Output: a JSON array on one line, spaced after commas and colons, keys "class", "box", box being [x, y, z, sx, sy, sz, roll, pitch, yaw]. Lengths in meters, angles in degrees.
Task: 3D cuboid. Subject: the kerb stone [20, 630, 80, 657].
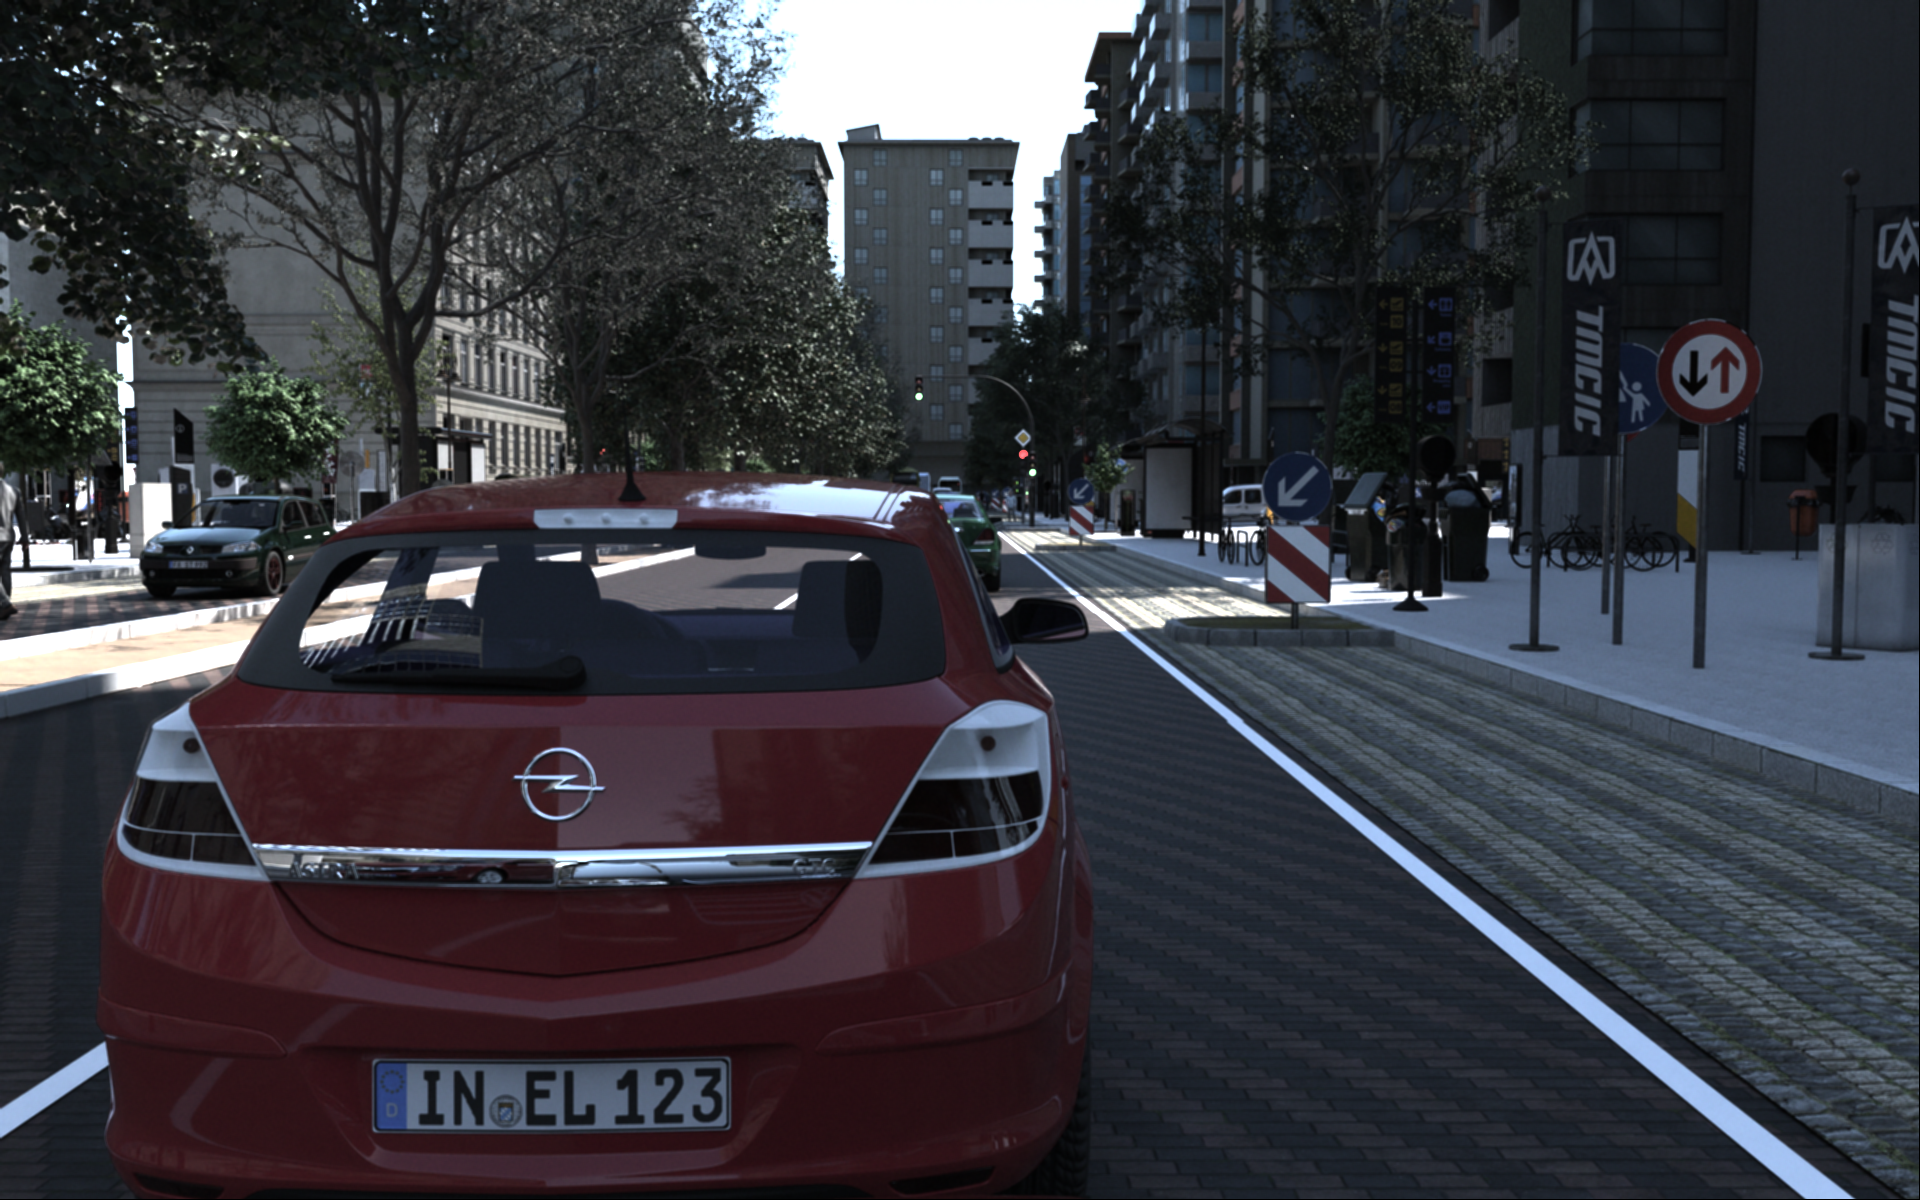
[{"class": "kerb stone", "box": [-8.278, 0.401, 15.635, 0.120, 0.150, 1.000, 0, 4, 0]}]

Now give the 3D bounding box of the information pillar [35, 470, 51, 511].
[{"class": "information pillar", "box": [-26.931, -2.837, 50.882, 0.304, 2.012, 0.304, 0, 4, -1]}]

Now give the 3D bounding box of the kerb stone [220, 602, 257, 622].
[{"class": "kerb stone", "box": [-8.299, 0.151, 19.736, 0.120, 0.150, 1.000, 0, 4, 0]}]

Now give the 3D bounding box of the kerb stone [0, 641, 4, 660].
[{"class": "kerb stone", "box": [-8.282, 0.464, 14.613, 0.120, 0.150, 1.000, 0, 4, 0]}]

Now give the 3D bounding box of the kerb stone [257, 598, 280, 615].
[{"class": "kerb stone", "box": [-8.303, 0.090, 20.760, 0.120, 0.150, 1.000, 0, 4, 0]}]

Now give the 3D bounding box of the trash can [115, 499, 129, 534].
[{"class": "trash can", "box": [-26.520, -2.663, 55.195, 0.748, 1.137, 0.748, 0, 3, 0]}]

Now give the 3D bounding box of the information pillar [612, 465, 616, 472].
[{"class": "information pillar", "box": [-18.852, -6.289, 94.179, 0.183, 3.616, 0.504, 1, 4, 23]}]

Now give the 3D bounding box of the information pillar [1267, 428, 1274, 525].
[{"class": "information pillar", "box": [11.015, -4.288, 61.469, 0.183, 3.616, 0.504, 2, 4, 27]}]

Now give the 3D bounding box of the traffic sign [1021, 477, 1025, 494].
[{"class": "traffic sign", "box": [4.611, -7.622, 124.729, 0.768, 2.556, 0.104, 0, 4, 3]}]

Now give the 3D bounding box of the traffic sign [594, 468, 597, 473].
[{"class": "traffic sign", "box": [-16.360, -4.715, 77.089, 0.884, 2.594, 0.081, 0, 4, 0]}]

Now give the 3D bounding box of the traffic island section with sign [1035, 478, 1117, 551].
[{"class": "traffic island section with sign", "box": [2.918, -2.166, 44.044, 1.989, 1.847, 2.006, 0, 4, 0]}]

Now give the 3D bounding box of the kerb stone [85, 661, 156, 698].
[{"class": "kerb stone", "box": [-6.165, 0.586, 12.616, 0.120, 0.150, 1.000, 0, 4, 0]}]

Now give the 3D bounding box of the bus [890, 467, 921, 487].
[{"class": "bus", "box": [-5.020, -10.253, 159.185, 2.896, 3.916, 12.252, 0, 4, -1]}]

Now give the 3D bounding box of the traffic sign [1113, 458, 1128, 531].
[{"class": "traffic sign", "box": [5.480, -3.704, 60.673, 0.768, 2.556, 0.104, 0, 4, 5]}]

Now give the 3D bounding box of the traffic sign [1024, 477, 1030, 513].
[{"class": "traffic sign", "box": [4.727, -7.350, 120.279, 0.768, 2.556, 0.104, 0, 3, 0]}]

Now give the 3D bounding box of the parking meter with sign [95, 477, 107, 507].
[{"class": "parking meter with sign", "box": [-73.467, -9.279, 147.964, 0.543, 3.016, 1.738, -3, 5, -40]}]

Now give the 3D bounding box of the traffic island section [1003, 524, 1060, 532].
[{"class": "traffic island section", "box": [2.786, -2.717, 66.709, 2.009, 0.180, 2.903, 0, 4, 0]}]

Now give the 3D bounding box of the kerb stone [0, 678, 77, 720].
[{"class": "kerb stone", "box": [-6.155, 0.649, 11.586, 0.120, 0.150, 1.000, 0, 4, 0]}]

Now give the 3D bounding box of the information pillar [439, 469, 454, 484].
[{"class": "information pillar", "box": [-15.168, -2.855, 51.170, 0.304, 2.012, 0.304, 2, 4, 24]}]

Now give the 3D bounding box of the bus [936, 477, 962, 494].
[{"class": "bus", "box": [-1.179, -12.210, 194.492, 2.948, 3.499, 13.247, 0, 4, -1]}]

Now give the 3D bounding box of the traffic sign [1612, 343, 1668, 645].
[{"class": "traffic sign", "box": [5.609, -0.893, 14.701, 0.768, 2.556, 0.104, 1, 4, 9]}]

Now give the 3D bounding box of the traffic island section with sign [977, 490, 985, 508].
[{"class": "traffic island section with sign", "box": [2.463, -7.225, 126.762, 1.989, 1.847, 2.006, 0, 4, 0]}]

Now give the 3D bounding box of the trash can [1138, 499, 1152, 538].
[{"class": "trash can", "box": [5.639, -2.422, 51.246, 0.748, 1.137, 0.748, 0, 3, 0]}]

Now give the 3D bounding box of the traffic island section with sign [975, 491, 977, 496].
[{"class": "traffic island section with sign", "box": [2.184, -10.294, 176.935, 1.989, 1.847, 2.006, 0, 4, 0]}]

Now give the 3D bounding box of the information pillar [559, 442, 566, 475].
[{"class": "information pillar", "box": [-17.966, -5.322, 78.371, 0.183, 3.616, 0.504, 1, 4, 10]}]

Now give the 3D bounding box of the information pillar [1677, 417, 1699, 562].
[{"class": "information pillar", "box": [13.753, -2.518, 32.519, 0.504, 3.616, 0.183, 3, 5, 44]}]

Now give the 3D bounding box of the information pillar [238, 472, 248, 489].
[{"class": "information pillar", "box": [-31.244, -5.156, 75.653, 0.504, 3.616, 0.183, -2, 4, -25]}]

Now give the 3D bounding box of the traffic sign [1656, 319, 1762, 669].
[{"class": "traffic sign", "box": [5.448, -0.770, 12.694, 0.768, 2.556, 0.104, 0, 4, 0]}]

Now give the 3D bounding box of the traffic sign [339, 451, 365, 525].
[{"class": "traffic sign", "box": [-17.930, -3.117, 51.069, 0.768, 2.556, 0.104, 0, 4, 2]}]

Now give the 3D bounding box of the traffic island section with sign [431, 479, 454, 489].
[{"class": "traffic island section with sign", "box": [-13.301, -2.176, 44.204, 1.989, 1.847, 2.006, 0, 4, 0]}]

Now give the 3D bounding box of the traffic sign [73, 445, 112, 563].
[{"class": "traffic sign", "box": [-16.135, -1.961, 32.065, 0.884, 2.594, 0.081, 0, 4, 1]}]

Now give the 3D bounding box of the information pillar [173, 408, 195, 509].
[{"class": "information pillar", "box": [-21.117, -3.412, 47.141, 0.504, 3.616, 0.183, -3, 4, -38]}]

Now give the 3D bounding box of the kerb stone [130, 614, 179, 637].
[{"class": "kerb stone", "box": [-8.289, 0.276, 17.682, 0.120, 0.150, 1.000, 0, 4, 0]}]

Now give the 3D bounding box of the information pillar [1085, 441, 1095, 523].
[{"class": "information pillar", "box": [5.762, -5.245, 77.105, 0.504, 3.616, 0.183, 2, 4, 27]}]

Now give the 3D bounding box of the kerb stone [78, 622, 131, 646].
[{"class": "kerb stone", "box": [-8.294, 0.339, 16.660, 0.120, 0.150, 1.000, 0, 4, 0]}]

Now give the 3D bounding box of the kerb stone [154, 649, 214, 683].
[{"class": "kerb stone", "box": [-6.171, 0.529, 13.641, 0.120, 0.150, 1.000, 0, 4, 0]}]

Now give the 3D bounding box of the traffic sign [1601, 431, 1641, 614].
[{"class": "traffic sign", "box": [6.910, -1.123, 18.474, 0.768, 2.556, 0.104, 0, 4, 6]}]

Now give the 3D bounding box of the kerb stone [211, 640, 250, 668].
[{"class": "kerb stone", "box": [-6.187, 0.465, 14.669, 0.120, 0.150, 1.000, 0, 4, 0]}]

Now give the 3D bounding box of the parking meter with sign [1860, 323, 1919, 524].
[{"class": "parking meter with sign", "box": [9.947, -1.282, 17.230, 0.543, 3.016, 1.738, -3, 5, -41]}]

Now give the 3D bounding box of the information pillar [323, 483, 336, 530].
[{"class": "information pillar", "box": [-20.694, -3.201, 56.828, 0.304, 2.012, 0.304, 0, 4, 3]}]

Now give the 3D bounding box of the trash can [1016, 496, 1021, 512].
[{"class": "trash can", "box": [4.461, -7.041, 126.768, 0.748, 1.137, 0.748, 0, 3, 0]}]

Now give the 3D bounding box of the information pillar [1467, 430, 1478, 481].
[{"class": "information pillar", "box": [18.655, -4.390, 63.133, 0.183, 3.616, 0.504, -2, 4, -24]}]

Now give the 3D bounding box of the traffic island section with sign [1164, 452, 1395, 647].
[{"class": "traffic island section with sign", "box": [3.066, -0.517, 17.089, 1.989, 1.847, 2.006, 0, 4, 0]}]

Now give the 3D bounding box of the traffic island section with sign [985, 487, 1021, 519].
[{"class": "traffic island section with sign", "box": [2.607, -5.545, 99.292, 1.989, 1.847, 2.006, 0, 4, 0]}]

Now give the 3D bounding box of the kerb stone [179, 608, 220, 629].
[{"class": "kerb stone", "box": [-8.298, 0.213, 18.714, 0.120, 0.150, 1.000, 0, 4, 0]}]

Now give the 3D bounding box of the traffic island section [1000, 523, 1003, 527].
[{"class": "traffic island section", "box": [2.742, -3.206, 74.694, 2.009, 0.180, 2.903, 0, 4, 0]}]
